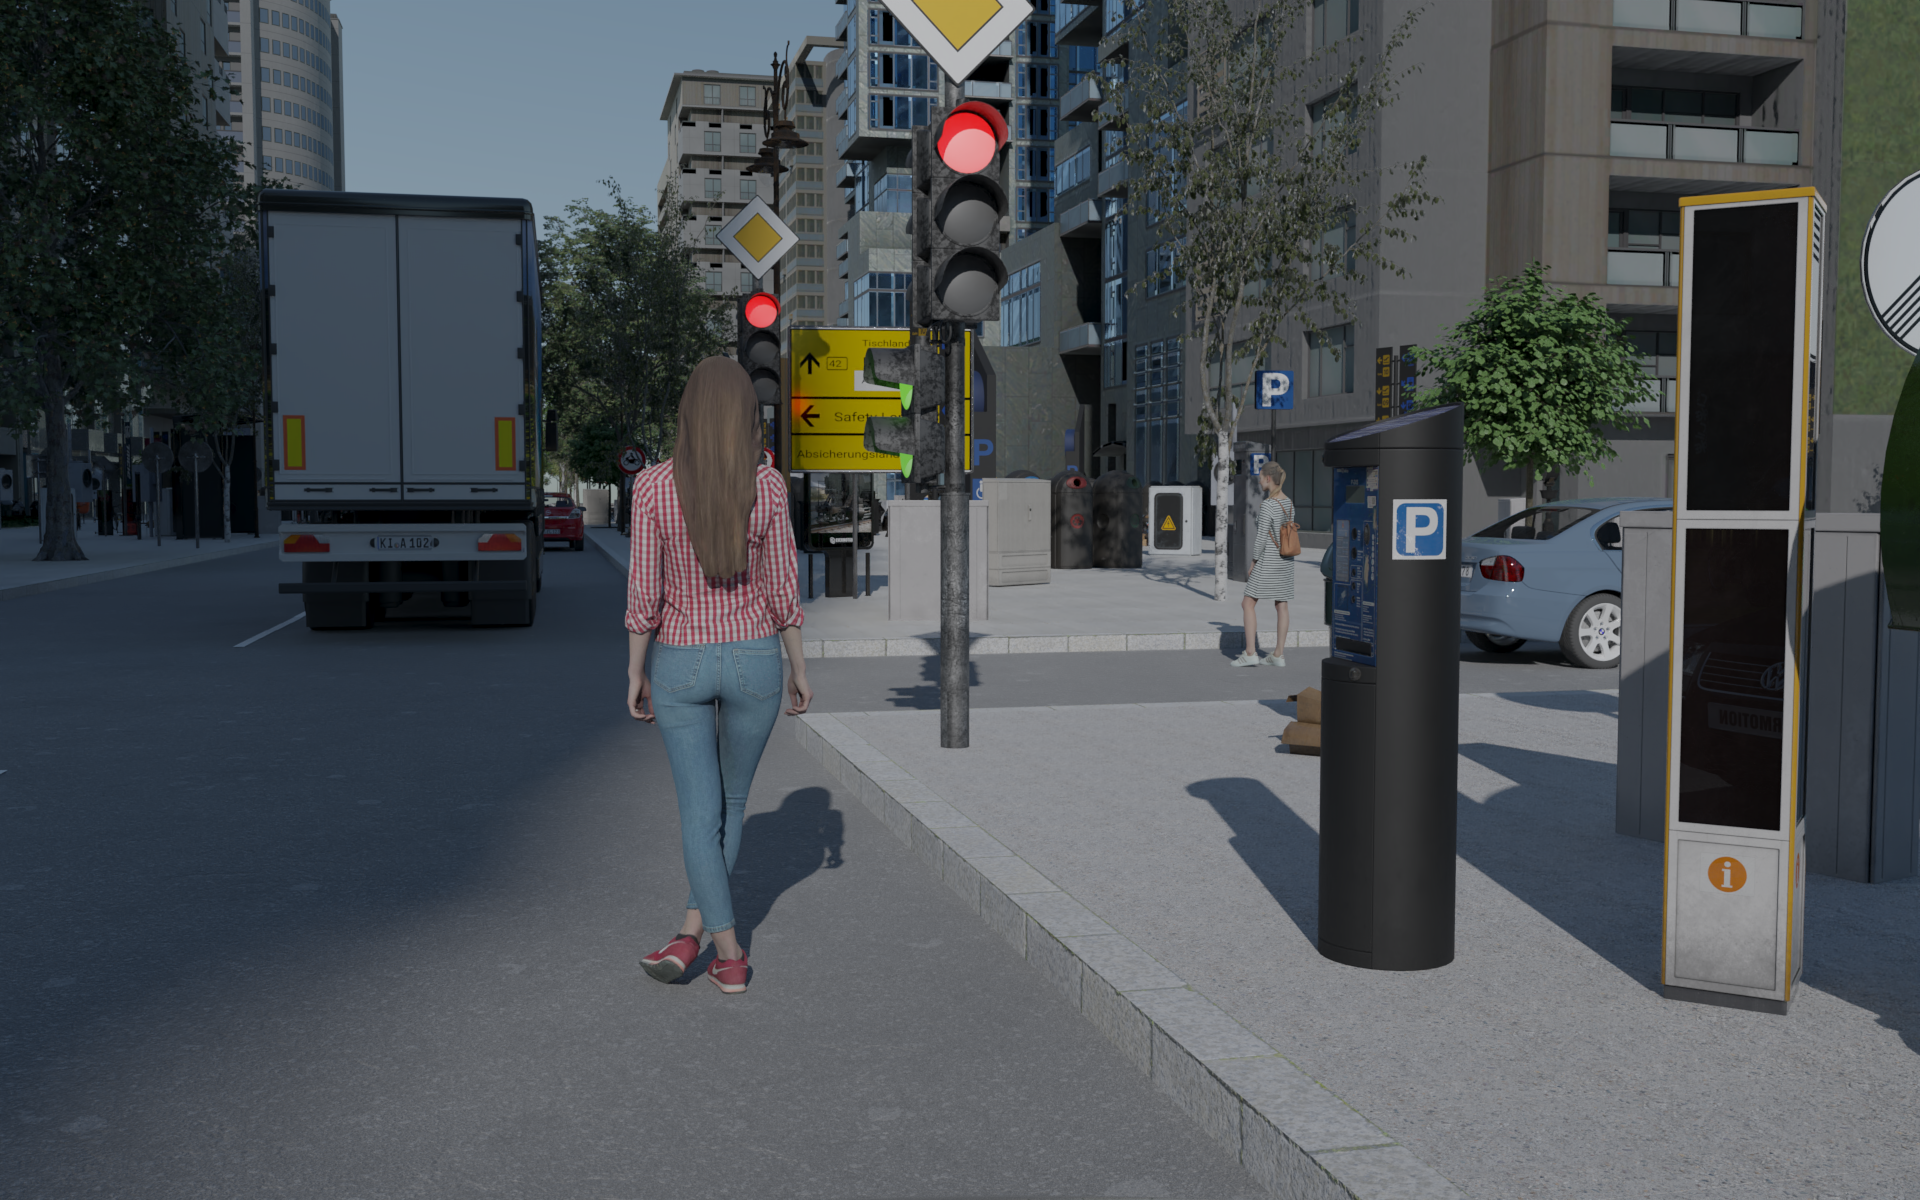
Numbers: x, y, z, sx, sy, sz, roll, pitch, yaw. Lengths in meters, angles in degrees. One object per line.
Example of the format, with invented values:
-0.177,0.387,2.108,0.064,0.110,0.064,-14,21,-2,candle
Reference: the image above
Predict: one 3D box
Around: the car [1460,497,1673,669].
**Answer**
6.275,-0.198,15.246,4.499,1.417,2.014,-1,4,-14,car

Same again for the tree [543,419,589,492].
-52.628,-19.041,228.319,9.611,12.733,9.660,0,3,0,tree

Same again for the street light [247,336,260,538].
-20.603,-4.757,50.571,0.468,5.910,1.993,-1,4,-14,street light

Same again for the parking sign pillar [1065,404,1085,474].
3.415,-3.851,51.441,1.447,3.967,1.447,1,4,11,parking sign pillar

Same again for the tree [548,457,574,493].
-49.847,-16.299,216.850,4.737,8.622,4.395,0,3,0,tree

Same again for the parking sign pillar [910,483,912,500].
-1.411,-4.579,63.333,1.447,3.967,1.447,3,5,39,parking sign pillar

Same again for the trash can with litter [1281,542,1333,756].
2.060,0.163,8.724,0.624,1.170,1.055,2,4,34,trash can with litter

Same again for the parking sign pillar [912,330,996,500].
0.180,-2.361,27.070,1.447,3.967,1.447,-1,4,-16,parking sign pillar

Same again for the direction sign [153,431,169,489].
-28.911,-4.327,62.749,0.876,3.537,0.379,2,4,32,direction sign

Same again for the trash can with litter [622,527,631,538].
-9.446,-2.443,51.322,1.055,1.170,0.624,-2,4,-32,trash can with litter

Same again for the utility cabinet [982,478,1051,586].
0.809,-0.955,24.285,0.318,1.500,1.173,3,5,40,utility cabinet

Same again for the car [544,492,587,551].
-10.722,-2.185,44.761,2.155,1.783,4.494,-1,4,-15,car

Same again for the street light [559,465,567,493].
-39.574,-12.270,173.396,0.468,5.910,1.993,-1,4,-14,street light

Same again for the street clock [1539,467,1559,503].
11.100,-1.718,32.662,0.358,2.002,0.471,0,4,0,street clock

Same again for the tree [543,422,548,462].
-27.801,-10.611,123.857,4.360,8.622,3.978,0,3,0,tree

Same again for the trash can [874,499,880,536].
-2.814,-2.563,53.561,0.748,1.137,0.748,0,3,0,trash can

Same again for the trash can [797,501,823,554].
-3.171,-1.584,37.557,0.748,1.137,0.748,0,3,0,trash can

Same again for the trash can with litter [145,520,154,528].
-30.460,-3.331,65.855,1.055,1.170,0.624,0,4,0,trash can with litter

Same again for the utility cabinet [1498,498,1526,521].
9.603,-1.162,30.160,0.306,1.237,1.020,0,4,6,utility cabinet

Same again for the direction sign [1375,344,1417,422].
6.677,-2.117,26.610,0.379,3.537,0.876,-2,4,-28,direction sign

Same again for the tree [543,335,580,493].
-43.849,-20.833,196.513,12.611,20.169,13.585,0,3,0,tree

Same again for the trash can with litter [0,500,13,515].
-39.183,-3.668,71.353,1.055,1.170,0.624,3,4,39,trash can with litter

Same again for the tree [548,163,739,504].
-6.995,-5.433,39.189,4.360,8.622,3.978,0,3,0,tree

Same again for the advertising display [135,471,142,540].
-23.238,-2.677,48.983,0.123,1.923,0.974,-2,4,-26,advertising display

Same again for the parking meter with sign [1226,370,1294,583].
4.312,-1.778,25.324,0.543,3.016,1.738,-1,4,-8,parking meter with sign

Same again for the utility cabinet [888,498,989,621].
-0.222,-0.398,17.673,1.020,1.237,0.306,0,4,-2,utility cabinet

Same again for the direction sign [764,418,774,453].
-5.730,-3.664,51.899,0.379,3.537,0.876,-3,4,-37,direction sign

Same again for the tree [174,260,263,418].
-23.715,-7.709,60.453,7.601,10.594,8.767,0,4,-7,tree

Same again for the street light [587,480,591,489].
-19.729,-7.270,91.655,0.468,5.910,1.993,-1,4,-14,street light

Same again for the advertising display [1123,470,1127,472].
4.479,-2.586,47.490,0.123,1.923,0.974,1,4,10,advertising display

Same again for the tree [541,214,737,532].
-11.526,-7.594,58.578,8.767,10.594,7.601,-1,4,-14,tree

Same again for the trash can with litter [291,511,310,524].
-28.345,-3.895,74.736,1.678,1.210,2.233,0,4,-3,trash can with litter

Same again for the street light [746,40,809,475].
-1.928,-2.782,18.274,0.468,5.910,1.993,-1,4,-14,street light

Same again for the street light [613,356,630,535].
-10.481,-4.948,53.688,0.468,5.910,1.993,-1,4,-14,street light

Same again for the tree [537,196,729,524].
-14.433,-10.258,74.380,9.857,13.997,8.962,0,3,0,tree

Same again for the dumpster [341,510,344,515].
-29.886,-4.910,82.765,1.502,2.255,1.985,-1,4,-14,dumpster

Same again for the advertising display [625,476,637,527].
-11.858,-3.534,62.993,0.974,1.923,0.123,-1,4,-12,advertising display

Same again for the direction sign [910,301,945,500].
-0.287,-1.704,19.862,0.379,3.537,0.876,-3,5,-41,direction sign

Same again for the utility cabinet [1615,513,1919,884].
2.859,0.306,6.162,0.306,1.237,1.020,-2,4,-31,utility cabinet

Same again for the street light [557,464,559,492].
-48.308,-14.457,209.151,0.468,5.910,1.993,-1,4,-14,street light

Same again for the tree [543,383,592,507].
-31.557,-13.224,141.969,9.928,11.665,9.643,0,3,0,tree

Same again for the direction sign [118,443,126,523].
-37.545,-5.243,77.712,0.379,3.537,0.876,0,4,-6,direction sign

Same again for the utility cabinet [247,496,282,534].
-22.444,-2.734,55.861,1.020,1.237,0.306,-2,4,-24,utility cabinet

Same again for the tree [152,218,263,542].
-19.482,-5.845,45.932,4.360,8.622,3.978,0,3,0,tree

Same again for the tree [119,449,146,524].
-35.329,-4.889,74.533,1.663,3.219,1.824,0,3,0,tree

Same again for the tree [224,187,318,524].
-26.602,-9.795,70.512,12.009,13.543,11.850,0,3,0,tree

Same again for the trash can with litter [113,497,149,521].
-39.218,-4.321,81.714,2.233,1.210,1.678,2,4,23,trash can with litter

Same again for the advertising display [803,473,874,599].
-1.500,-0.996,21.503,0.974,1.923,0.123,-3,4,-37,advertising display

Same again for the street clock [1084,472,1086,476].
3.674,-2.985,53.379,0.358,2.002,0.471,2,4,35,street clock

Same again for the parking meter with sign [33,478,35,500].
-40.544,-4.974,77.586,1.738,3.016,0.543,-1,4,-23,parking meter with sign

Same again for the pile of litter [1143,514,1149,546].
4.477,-1.784,43.139,1.176,0.858,1.719,0,4,0,pile of litter

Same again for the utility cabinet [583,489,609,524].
-15.530,-3.991,73.936,0.318,1.500,1.173,3,4,38,utility cabinet

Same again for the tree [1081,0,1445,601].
3.375,-4.303,20.723,4.360,8.622,3.978,0,3,0,tree

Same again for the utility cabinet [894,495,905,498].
-2.723,-4.410,83.272,0.306,1.237,1.020,3,5,39,utility cabinet

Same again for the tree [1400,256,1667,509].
7.911,-2.452,23.810,4.285,4.588,4.351,0,3,0,tree

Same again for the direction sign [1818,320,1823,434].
10.806,-1.864,22.472,0.876,3.537,0.379,-1,4,-21,direction sign

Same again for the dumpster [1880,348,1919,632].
2.957,-0.034,3.050,1.502,2.255,1.985,-1,4,-14,dumpster

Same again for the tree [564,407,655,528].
-13.266,-5.010,65.634,4.285,4.588,4.351,0,3,0,tree

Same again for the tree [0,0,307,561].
-17.503,-7.109,33.240,9.611,12.733,9.660,0,3,0,tree
